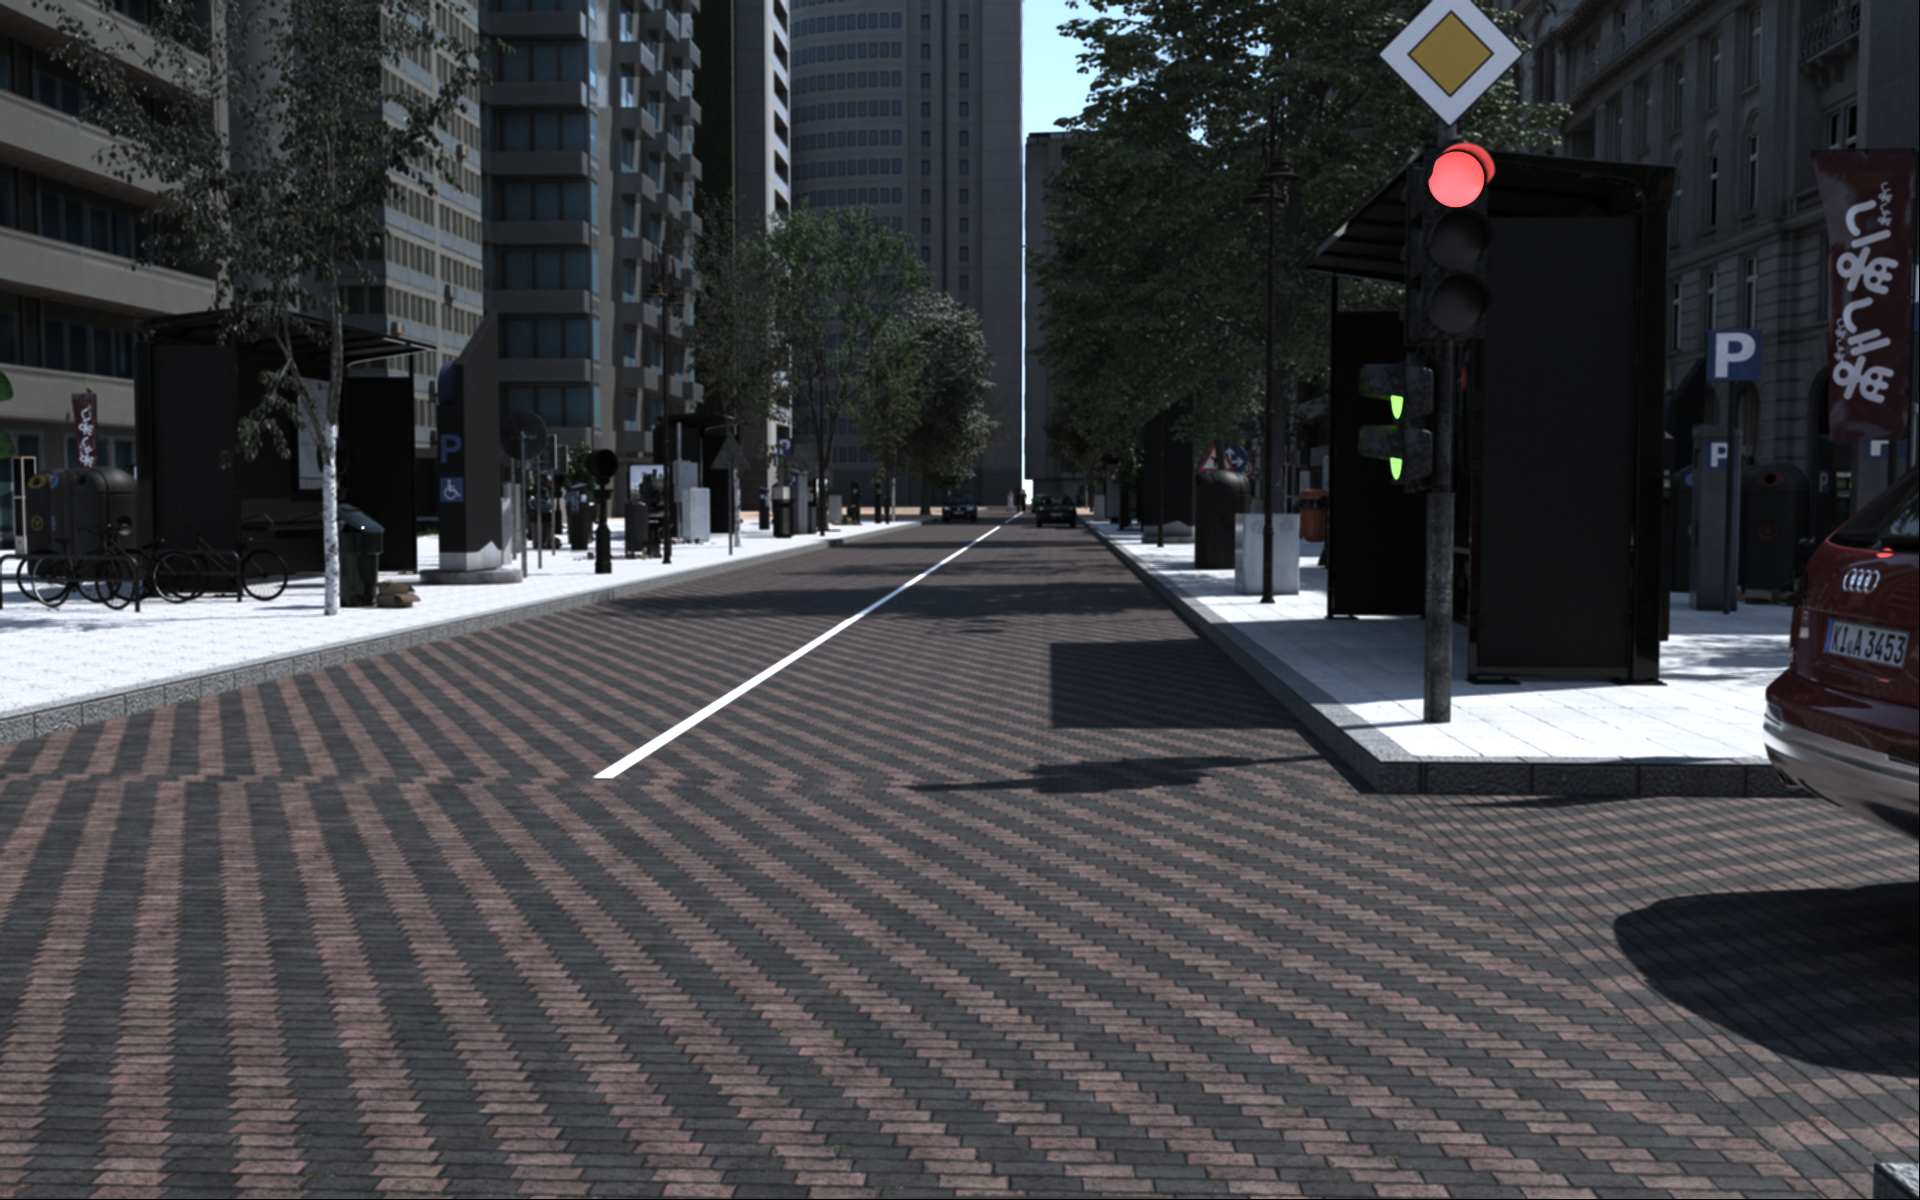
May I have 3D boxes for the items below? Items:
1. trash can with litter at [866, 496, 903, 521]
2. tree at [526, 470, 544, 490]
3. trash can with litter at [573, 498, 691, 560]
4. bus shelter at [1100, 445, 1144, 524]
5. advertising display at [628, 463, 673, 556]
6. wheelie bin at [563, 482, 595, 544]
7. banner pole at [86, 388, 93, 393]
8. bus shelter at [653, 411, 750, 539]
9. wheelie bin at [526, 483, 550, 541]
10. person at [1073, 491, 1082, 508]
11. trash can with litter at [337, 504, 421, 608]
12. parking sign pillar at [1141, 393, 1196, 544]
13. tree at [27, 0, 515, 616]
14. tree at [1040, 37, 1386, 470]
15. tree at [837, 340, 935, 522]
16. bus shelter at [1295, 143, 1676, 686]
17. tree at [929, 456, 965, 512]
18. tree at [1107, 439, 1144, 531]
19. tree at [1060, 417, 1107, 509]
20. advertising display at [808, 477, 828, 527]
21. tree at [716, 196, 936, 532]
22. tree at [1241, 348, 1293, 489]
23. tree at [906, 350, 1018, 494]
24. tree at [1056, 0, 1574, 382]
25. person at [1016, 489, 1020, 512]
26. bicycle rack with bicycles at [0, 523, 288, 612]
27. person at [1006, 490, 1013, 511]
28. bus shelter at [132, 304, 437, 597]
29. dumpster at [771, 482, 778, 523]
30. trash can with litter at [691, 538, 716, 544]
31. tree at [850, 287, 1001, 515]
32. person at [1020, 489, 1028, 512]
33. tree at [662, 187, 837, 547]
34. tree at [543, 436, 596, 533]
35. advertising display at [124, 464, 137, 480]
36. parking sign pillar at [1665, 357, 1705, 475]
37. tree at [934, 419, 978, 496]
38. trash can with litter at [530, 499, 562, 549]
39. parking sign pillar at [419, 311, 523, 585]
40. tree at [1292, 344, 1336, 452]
[{"bbox_3d":[-3.518,-4.343,82.063,1.678,1.210,2.233,-1,4,-9],"label":"trash can with litter"},{"bbox_3d":[-15.337,-4.288,64.709,1.663,3.219,1.824,0,3,0],"label":"tree"},{"bbox_3d":[-6.809,-1.427,34.397,2.233,1.210,1.678,-3,5,-43],"label":"trash can with litter"},{"bbox_3d":[7.064,-4.906,74.131,2.014,3.302,5.546,0,4,3],"label":"bus shelter"},{"bbox_3d":[-6.427,-1.883,35.999,0.974,1.923,0.123,1,4,16],"label":"advertising display"},{"bbox_3d":[-9.848,-2.255,44.776,0.693,1.594,0.980,0,4,2],"label":"wheelie bin"},{"bbox_3d":[-20.450,-3.096,40.631,0.401,3.779,0.863,0,4,-8],"label":"banner pole"},{"bbox_3d":[-7.665,-3.709,51.931,1.731,3.624,6.357,0,4,3],"label":"bus shelter"},{"bbox_3d":[-11.734,-2.458,48.094,0.693,1.594,0.980,-1,4,-13],"label":"wheelie bin"},{"bbox_3d":[11.232,-9.537,165.138,0.721,1.735,1.217,-3,5,-41],"label":"person"},{"bbox_3d":[-6.655,-0.511,19.744,1.055,1.170,0.624,1,4,18],"label":"trash can with litter"},{"bbox_3d":[5.457,-3.464,45.101,1.447,3.967,1.447,1,4,17],"label":"parking sign pillar"},{"bbox_3d":[-6.885,-4.140,18.053,4.360,8.622,3.978,0,3,0],"label":"tree"},{"bbox_3d":[5.151,-6.180,35.462,7.601,10.594,8.767,1,4,14],"label":"tree"},{"bbox_3d":[-3.314,-7.931,80.036,4.737,8.622,4.395,0,3,0],"label":"tree"},{"bbox_3d":[4.123,-1.432,14.690,1.731,3.624,6.357,0,4,3],"label":"bus shelter"},{"bbox_3d":[-1.116,-8.645,125.063,4.285,4.588,4.351,0,3,0],"label":"tree"},{"bbox_3d":[5.986,-4.023,60.373,1.663,3.219,1.824,0,3,0],"label":"tree"},{"bbox_3d":[10.633,-11.998,146.524,4.737,8.622,4.395,0,3,0],"label":"tree"},{"bbox_3d":[-5.693,-3.785,67.106,0.974,1.923,0.123,0,4,1],"label":"advertising display"},{"bbox_3d":[-4.650,-8.184,59.565,9.928,11.665,9.643,0,3,0],"label":"tree"},{"bbox_3d":[14.895,-8.029,81.637,4.360,8.622,3.978,0,3,0],"label":"tree"},{"bbox_3d":[0.026,-14.474,147.022,12.009,13.543,11.850,0,3,0],"label":"tree"},{"bbox_3d":[5.123,-6.579,25.688,7.486,12.596,7.792,0,3,0],"label":"tree"},{"bbox_3d":[4.507,-7.761,135.022,0.705,1.869,1.348,0,4,3],"label":"person"},{"bbox_3d":[-9.732,-0.407,20.034,2.925,0.926,2.852,1,4,14],"label":"bicycle rack with bicycles"},{"bbox_3d":[4.308,-8.539,148.787,0.621,1.740,0.551,3,5,42],"label":"person"},{"bbox_3d":[-9.345,-2.040,24.644,1.731,3.624,6.357,0,4,3],"label":"bus shelter"},{"bbox_3d":[-7.595,-4.300,76.068,1.264,1.857,1.865,0,4,3],"label":"dumpster"},{"bbox_3d":[-7.397,-2.038,44.381,2.233,1.210,1.678,0,4,4],"label":"trash can with litter"},{"bbox_3d":[-2.100,-12.277,107.382,9.857,13.997,8.962,0,3,0],"label":"tree"},{"bbox_3d":[5.052,-7.912,137.800,0.705,1.831,1.348,-2,4,-33],"label":"person"},{"bbox_3d":[-5.313,-5.590,41.763,4.360,8.622,3.978,0,3,0],"label":"tree"},{"bbox_3d":[-12.640,-3.873,57.918,1.663,3.219,1.824,0,3,0],"label":"tree"},{"bbox_3d":[-18.484,-2.062,38.926,0.974,1.923,0.123,3,5,39],"label":"advertising display"},{"bbox_3d":[14.062,-2.776,33.862,1.447,3.967,1.447,-3,5,-44],"label":"parking sign pillar"},{"bbox_3d":[-0.662,-11.057,131.138,4.360,8.622,3.978,0,3,0],"label":"tree"},{"bbox_3d":[-9.668,-1.793,40.696,0.624,1.170,1.055,-3,5,-41],"label":"trash can with litter"},{"bbox_3d":[-7.086,-2.234,25.002,1.447,3.967,1.447,0,4,7],"label":"parking sign pillar"},{"bbox_3d":[16.971,-7.594,74.529,4.360,8.622,3.978,0,3,0],"label":"tree"}]
